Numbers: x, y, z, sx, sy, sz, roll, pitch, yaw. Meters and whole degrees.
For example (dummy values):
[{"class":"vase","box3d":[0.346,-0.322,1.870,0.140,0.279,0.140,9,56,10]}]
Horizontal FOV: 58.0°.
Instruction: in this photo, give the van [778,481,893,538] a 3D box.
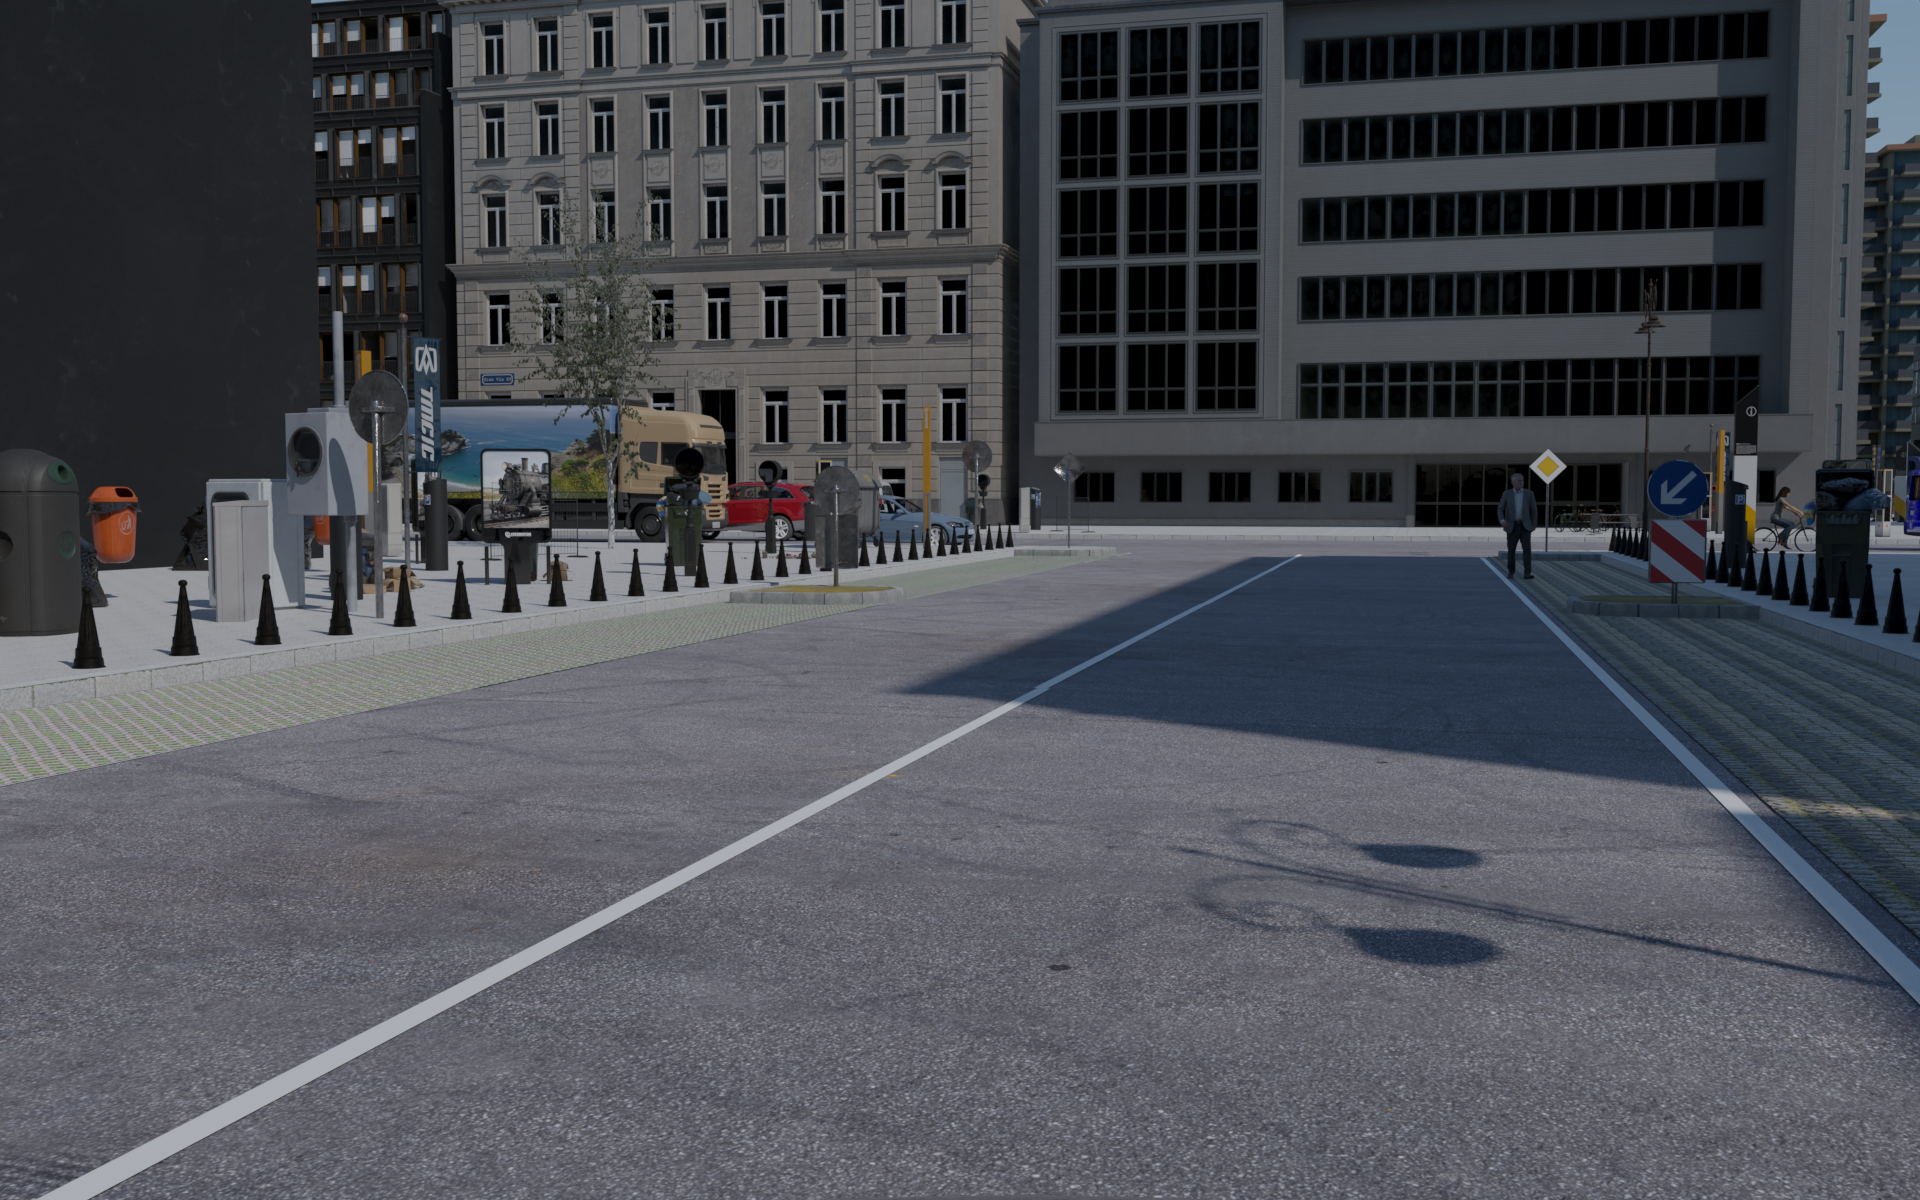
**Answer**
[{"class":"van","box3d":[-4.184,-3.002,56.086,4.112,2.044,2.013,1,4,14]}]

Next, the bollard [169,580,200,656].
[{"class":"bollard","box3d":[-6.174,0.139,13.775,0.229,0.601,0.229,0,3,0]}]

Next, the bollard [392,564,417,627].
[{"class":"bollard","box3d":[-5.382,-0.044,16.768,0.229,0.601,0.229,0,3,0]}]

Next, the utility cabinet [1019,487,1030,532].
[{"class":"utility cabinet","box3d":[2.126,-2.985,57.486,0.318,1.500,1.173,0,4,-1]}]

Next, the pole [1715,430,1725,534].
[{"class":"pole","box3d":[24.324,-3.766,55.425,0.158,3.312,0.155,0,3,0]}]

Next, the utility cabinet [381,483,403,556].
[{"class":"utility cabinet","box3d":[-11.867,-1.658,35.789,0.318,1.500,1.173,-2,4,-35]}]

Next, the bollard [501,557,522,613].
[{"class":"bollard","box3d":[-4.859,-0.166,18.754,0.229,0.601,0.229,0,3,0]}]

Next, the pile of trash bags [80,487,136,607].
[{"class":"pile of trash bags","box3d":[-10.567,-0.605,19.652,1.912,1.369,3.447,1,4,11]}]

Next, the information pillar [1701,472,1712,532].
[{"class":"information pillar","box3d":[25.355,-3.324,58.837,0.304,2.012,0.304,2,4,28]}]

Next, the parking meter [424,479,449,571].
[{"class":"parking meter","box3d":[-8.762,-1.258,28.971,0.372,1.533,0.369,0,3,0]}]

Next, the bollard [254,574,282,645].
[{"class":"bollard","box3d":[-5.908,0.078,14.767,0.229,0.601,0.229,0,3,0]}]

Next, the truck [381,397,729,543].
[{"class":"truck","box3d":[-11.907,-3.848,51.830,11.283,4.237,2.839,1,4,15]}]

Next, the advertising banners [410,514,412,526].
[{"class":"advertising banners","box3d":[-19.872,-4.263,65.880,2.074,3.025,0.090,0,4,-1]}]

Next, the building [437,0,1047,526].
[{"class":"building","box3d":[-8.707,-17.115,77.101,25.104,27.353,12.463,1,4,15]}]

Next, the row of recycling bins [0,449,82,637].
[{"class":"row of recycling bins","box3d":[-9.239,-0.463,14.683,1.069,1.692,3.534,2,4,28]}]

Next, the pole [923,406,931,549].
[{"class":"pole","box3d":[-0.765,-2.836,40.218,0.158,3.312,0.155,0,3,0]}]

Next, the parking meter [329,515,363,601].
[{"class":"parking meter","box3d":[-7.431,-0.767,20.953,0.372,1.533,0.369,0,3,0]}]

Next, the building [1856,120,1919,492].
[{"class":"building","box3d":[118.985,-34.173,213.348,28.867,44.769,22.147,1,4,15]}]

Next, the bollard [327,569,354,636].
[{"class":"bollard","box3d":[-5.645,0.017,15.766,0.229,0.601,0.229,0,3,0]}]

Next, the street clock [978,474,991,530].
[{"class":"street clock","box3d":[0.846,-3.556,62.712,0.471,2.002,0.358,2,4,25]}]

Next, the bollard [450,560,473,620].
[{"class":"bollard","box3d":[-5.119,-0.105,17.761,0.229,0.601,0.229,0,3,0]}]

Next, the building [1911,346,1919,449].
[{"class":"building","box3d":[105.262,-51.436,153.657,31.000,86.520,22.319,1,4,15]}]

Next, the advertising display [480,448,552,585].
[{"class":"advertising display","box3d":[-6.274,-1.181,24.515,0.974,1.923,0.123,-1,4,-12]}]

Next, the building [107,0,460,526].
[{"class":"building","box3d":[-28.931,-15.453,82.326,15.834,23.373,12.332,1,4,15]}]

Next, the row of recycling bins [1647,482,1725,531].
[{"class":"row of recycling bins","box3d":[25.590,-3.233,59.967,3.534,1.692,1.069,1,4,18]}]

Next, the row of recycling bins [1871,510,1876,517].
[{"class":"row of recycling bins","box3d":[47.447,-5.181,91.823,3.534,1.692,1.069,-2,4,-35]}]

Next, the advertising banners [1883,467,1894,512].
[{"class":"advertising banners","box3d":[60.488,-7.094,112.178,0.090,3.025,2.074,-1,4,-12]}]

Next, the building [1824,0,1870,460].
[{"class":"building","box3d":[57.427,-27.162,127.699,14.154,41.232,14.086,1,4,15]}]

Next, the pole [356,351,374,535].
[{"class":"pole","box3d":[-8.501,-1.892,24.777,0.158,3.312,0.155,0,3,0]}]

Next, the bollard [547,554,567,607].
[{"class":"bollard","box3d":[-4.596,-0.227,19.749,0.229,0.601,0.229,0,3,0]}]

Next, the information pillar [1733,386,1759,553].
[{"class":"information pillar","box3d":[17.026,-2.825,37.535,0.504,3.616,0.183,0,4,5]}]

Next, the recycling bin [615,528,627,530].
[{"class":"recycling bin","box3d":[-12.042,-3.072,62.782,0.722,1.027,0.722,1,4,17]}]

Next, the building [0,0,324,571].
[{"class":"building","box3d":[-21.968,-12.257,30.088,15.834,23.373,12.332,1,4,15]}]

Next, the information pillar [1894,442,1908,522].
[{"class":"information pillar","box3d":[42.748,-5.341,78.673,0.504,3.616,0.183,3,5,44]}]

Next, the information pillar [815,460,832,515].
[{"class":"information pillar","box3d":[-2.986,-2.047,37.961,0.304,2.012,0.304,-1,4,-20]}]

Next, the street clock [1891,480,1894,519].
[{"class":"street clock","box3d":[47.343,-5.108,88.089,0.358,2.002,0.471,2,4,32]}]

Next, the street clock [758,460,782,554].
[{"class":"street clock","box3d":[-4.070,-1.996,37.209,0.471,2.002,0.358,1,4,20]}]

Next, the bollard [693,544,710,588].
[{"class":"bollard","box3d":[-3.543,-0.471,23.739,0.229,0.601,0.229,0,3,0]}]

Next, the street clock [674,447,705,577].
[{"class":"street clock","box3d":[-4.208,-1.370,26.977,0.471,2.002,0.358,0,4,-8]}]

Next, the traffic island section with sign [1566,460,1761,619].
[{"class":"traffic island section with sign","box3d":[8.401,-0.747,20.840,1.989,1.847,2.006,1,4,15]}]

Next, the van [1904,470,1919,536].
[{"class":"van","box3d":[26.810,-2.392,43.496,5.245,2.365,2.240,1,4,15]}]

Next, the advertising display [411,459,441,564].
[{"class":"advertising display","box3d":[-9.888,-1.646,32.126,0.123,1.923,0.974,1,4,9]}]

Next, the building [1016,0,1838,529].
[{"class":"building","box3d":[18.211,-15.415,71.103,30.058,24.678,14.314,1,4,15]}]

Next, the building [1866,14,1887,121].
[{"class":"building","box3d":[71.099,-30.964,160.888,22.147,44.769,28.867,1,4,15]}]

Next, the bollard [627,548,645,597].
[{"class":"bollard","box3d":[-4.068,-0.349,21.740,0.229,0.601,0.229,0,3,0]}]

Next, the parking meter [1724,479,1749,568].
[{"class":"parking meter","box3d":[13.459,-1.323,30.042,0.372,1.533,0.369,0,3,0]}]

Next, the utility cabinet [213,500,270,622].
[{"class":"utility cabinet","box3d":[-7.380,-0.406,17.802,0.306,1.237,1.020,0,4,-8]}]

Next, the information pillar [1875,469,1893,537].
[{"class":"information pillar","box3d":[27.564,-2.886,51.684,0.304,2.012,0.304,-1,4,-16]}]

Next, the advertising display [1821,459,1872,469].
[{"class":"advertising display","box3d":[16.507,-1.657,32.304,0.123,1.923,0.974,-2,4,-25]}]

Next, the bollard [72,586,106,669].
[{"class":"bollard","box3d":[-6.435,0.200,12.776,0.229,0.601,0.229,0,3,0]}]

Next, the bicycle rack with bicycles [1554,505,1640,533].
[{"class":"bicycle rack with bicycles","box3d":[21.218,-2.730,58.013,2.925,0.926,2.852,-1,4,-15]}]

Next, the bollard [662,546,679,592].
[{"class":"bollard","box3d":[-3.806,-0.410,22.740,0.229,0.601,0.229,0,3,0]}]

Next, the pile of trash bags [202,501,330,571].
[{"class":"pile of trash bags","box3d":[-11.528,-1.179,29.024,3.447,1.369,1.912,2,4,29]}]

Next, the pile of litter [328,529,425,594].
[{"class":"pile of litter","box3d":[-7.662,-0.548,22.929,1.176,0.858,1.719,1,4,23]}]

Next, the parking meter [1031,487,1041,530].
[{"class":"parking meter","box3d":[2.703,-3.264,61.783,0.372,1.533,0.369,0,3,0]}]

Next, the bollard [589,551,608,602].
[{"class":"bollard","box3d":[-4.336,-0.288,20.745,0.229,0.601,0.229,0,3,0]}]

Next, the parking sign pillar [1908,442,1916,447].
[{"class":"parking sign pillar","box3d":[48.693,-6.100,88.206,1.447,3.967,1.447,-1,4,-17]}]

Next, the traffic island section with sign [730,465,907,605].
[{"class":"traffic island section with sign","box3d":[-1.799,-0.893,23.221,1.989,1.847,2.006,1,4,15]}]
